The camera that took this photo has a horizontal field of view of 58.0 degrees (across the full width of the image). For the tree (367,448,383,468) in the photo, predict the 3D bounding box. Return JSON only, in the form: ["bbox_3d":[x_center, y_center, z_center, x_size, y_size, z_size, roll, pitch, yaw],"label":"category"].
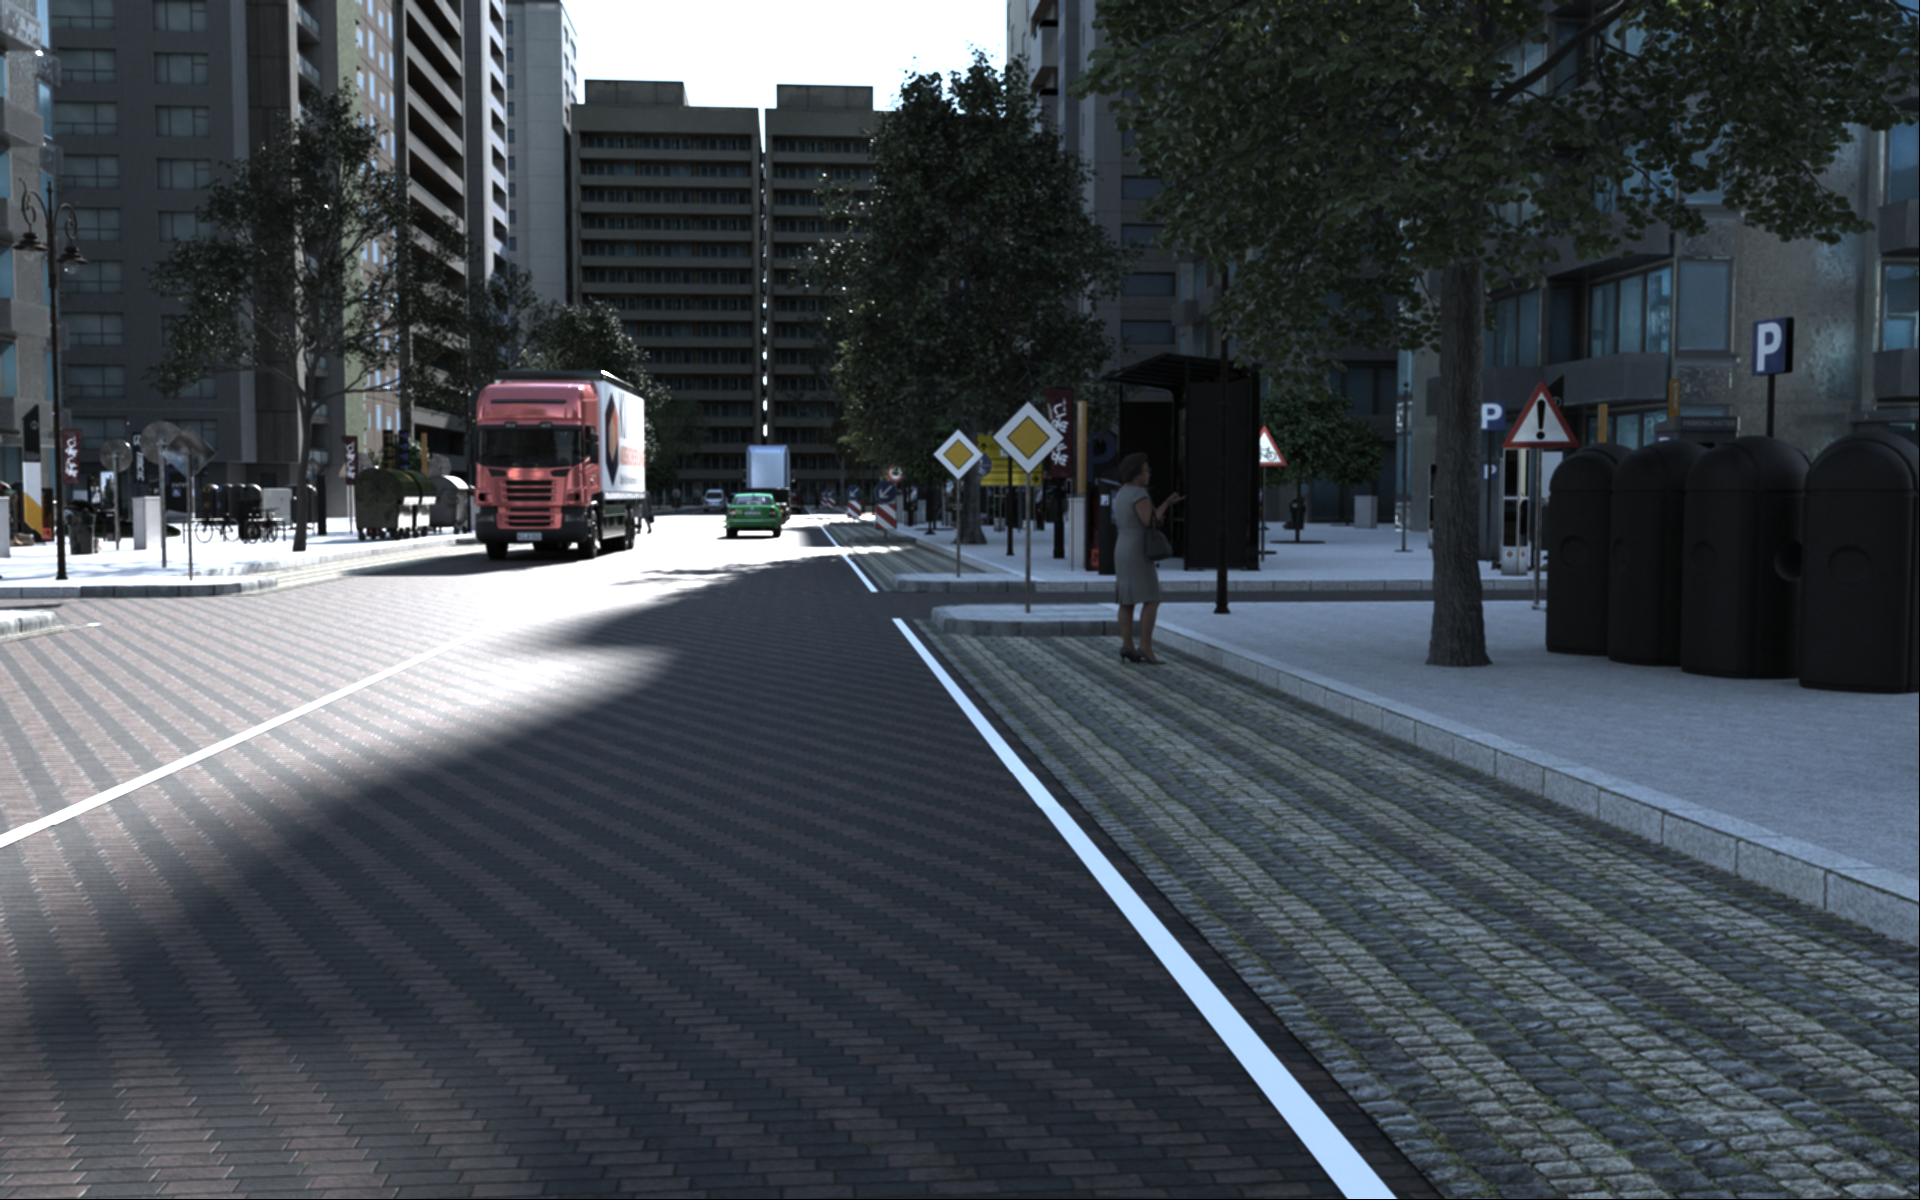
[{"bbox_3d":[-24.693,-4.790,72.910,1.663,3.219,1.824,0,3,0],"label":"tree"}]

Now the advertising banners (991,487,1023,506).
[{"bbox_3d":[2.161,-5.206,81.298,2.074,3.025,0.090,2,4,28],"label":"advertising banners"}]

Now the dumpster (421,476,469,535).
[{"bbox_3d":[-16.443,-3.023,55.178,1.264,1.857,1.865,0,4,-5],"label":"dumpster"}]

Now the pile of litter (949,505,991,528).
[{"bbox_3d":[0.109,-3.166,65.731,1.176,0.858,1.719,3,4,37],"label":"pile of litter"}]

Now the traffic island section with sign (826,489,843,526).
[{"bbox_3d":[-4.905,-4.244,78.017,1.989,1.847,2.006,0,4,-5],"label":"traffic island section with sign"}]

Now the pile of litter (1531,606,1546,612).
[{"bbox_3d":[7.142,-0.324,19.260,1.719,0.858,1.176,0,4,-6],"label":"pile of litter"}]

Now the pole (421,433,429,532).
[{"bbox_3d":[-17.892,-3.919,57.911,0.158,3.312,0.155,0,3,0],"label":"pole"}]

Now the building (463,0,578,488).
[{"bbox_3d":[-59.471,-40.510,204.338,28.212,58.520,21.231,0,4,-5],"label":"building"}]

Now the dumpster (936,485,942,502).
[{"bbox_3d":[-0.860,-5.707,99.072,1.264,1.857,1.865,0,4,-6],"label":"dumpster"}]

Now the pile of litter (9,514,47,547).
[{"bbox_3d":[-23.269,-1.742,42.449,1.719,0.858,1.176,-3,5,-43],"label":"pile of litter"}]

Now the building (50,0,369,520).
[{"bbox_3d":[-40.098,-24.886,90.486,14.154,41.232,14.086,0,4,-5],"label":"building"}]

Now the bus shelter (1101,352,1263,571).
[{"bbox_3d":[3.977,-2.487,31.953,1.731,3.624,6.357,0,4,-5],"label":"bus shelter"}]

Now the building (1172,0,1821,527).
[{"bbox_3d":[23.506,-28.656,88.132,23.786,49.044,30.456,0,4,-5],"label":"building"}]

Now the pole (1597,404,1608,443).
[{"bbox_3d":[14.490,-2.770,39.141,0.158,3.312,0.155,0,3,0],"label":"pole"}]

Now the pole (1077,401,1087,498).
[{"bbox_3d":[2.669,-2.700,37.983,0.158,3.312,0.155,0,3,0],"label":"pole"}]

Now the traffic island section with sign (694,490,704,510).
[{"bbox_3d":[-23.310,-8.878,153.782,1.989,1.847,2.006,0,4,-5],"label":"traffic island section with sign"}]

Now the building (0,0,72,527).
[{"bbox_3d":[-44.018,-26.573,54.075,23.786,49.044,30.456,0,4,-5],"label":"building"}]

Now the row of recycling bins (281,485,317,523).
[{"bbox_3d":[-29.629,-4.301,77.437,1.069,1.692,3.534,-2,4,-35],"label":"row of recycling bins"}]

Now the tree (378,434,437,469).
[{"bbox_3d":[-28.834,-6.505,90.073,4.285,4.588,4.351,0,3,0],"label":"tree"}]

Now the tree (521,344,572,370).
[{"bbox_3d":[-19.341,-8.171,83.962,4.360,8.622,3.978,0,3,0],"label":"tree"}]

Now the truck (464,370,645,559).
[{"bbox_3d":[-9.446,-3.221,41.585,2.839,4.237,11.283,0,4,-4],"label":"truck"}]

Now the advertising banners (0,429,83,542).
[{"bbox_3d":[-24.592,-3.070,46.380,2.074,3.025,0.090,-1,4,-20],"label":"advertising banners"}]

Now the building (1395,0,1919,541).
[{"bbox_3d":[29.048,-26.406,51.345,30.456,49.044,23.786,0,4,-5],"label":"building"}]

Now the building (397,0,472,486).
[{"bbox_3d":[-47.665,-30.485,122.139,21.300,48.544,21.600,0,4,-5],"label":"building"}]

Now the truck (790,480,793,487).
[{"bbox_3d":[-16.122,-9.906,150.875,2.839,4.237,11.283,0,4,-4],"label":"truck"}]

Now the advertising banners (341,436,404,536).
[{"bbox_3d":[-17.792,-3.449,52.583,0.090,3.025,2.074,3,5,42],"label":"advertising banners"}]

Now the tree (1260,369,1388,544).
[{"bbox_3d":[8.813,-3.776,45.456,4.285,4.588,4.351,0,3,0],"label":"tree"}]

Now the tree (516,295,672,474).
[{"bbox_3d":[-21.375,-11.203,100.177,9.611,12.733,9.660,0,3,0],"label":"tree"}]

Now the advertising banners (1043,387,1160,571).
[{"bbox_3d":[2.354,-1.994,28.789,2.074,3.025,0.090,-1,4,-18],"label":"advertising banners"}]

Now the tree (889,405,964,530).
[{"bbox_3d":[-0.863,-4.792,62.058,4.285,4.588,4.351,0,3,0],"label":"tree"}]

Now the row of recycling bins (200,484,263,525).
[{"bbox_3d":[-30.542,-4.008,72.644,3.534,1.692,1.069,2,4,32],"label":"row of recycling bins"}]

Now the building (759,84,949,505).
[{"bbox_3d":[-12.748,-35.809,209.176,21.600,48.544,21.300,0,4,-5],"label":"building"}]

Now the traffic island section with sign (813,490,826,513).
[{"bbox_3d":[-9.673,-7.301,127.992,1.989,1.847,2.006,0,4,-5],"label":"traffic island section with sign"}]

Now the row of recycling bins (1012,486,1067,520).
[{"bbox_3d":[3.555,-4.816,85.852,3.534,1.692,1.069,2,4,32],"label":"row of recycling bins"}]

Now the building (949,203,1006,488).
[{"bbox_3d":[5.377,-34.107,207.764,14.200,45.320,14.600,0,4,-5],"label":"building"}]

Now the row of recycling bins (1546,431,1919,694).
[{"bbox_3d":[5.577,-0.344,12.744,1.069,1.692,3.534,-1,4,-17],"label":"row of recycling bins"}]

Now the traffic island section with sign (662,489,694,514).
[{"bbox_3d":[-20.745,-7.237,126.948,1.989,1.847,2.006,0,4,-5],"label":"traffic island section with sign"}]

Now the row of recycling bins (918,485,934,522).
[{"bbox_3d":[-1.866,-4.441,79.720,1.069,1.692,3.534,1,4,9],"label":"row of recycling bins"}]

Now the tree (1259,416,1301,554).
[{"bbox_3d":[6.202,-2.600,37.108,1.663,3.219,1.824,0,3,0],"label":"tree"}]

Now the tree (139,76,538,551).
[{"bbox_3d":[-14.439,-6.360,38.398,7.601,10.594,8.767,0,4,2],"label":"tree"}]

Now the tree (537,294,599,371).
[{"bbox_3d":[-17.625,-8.143,67.558,8.767,10.594,7.601,2,4,25],"label":"tree"}]

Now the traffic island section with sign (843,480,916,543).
[{"bbox_3d":[-2.341,-2.603,51.184,1.989,1.847,2.006,0,4,-5],"label":"traffic island section with sign"}]

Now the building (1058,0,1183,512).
[{"bbox_3d":[17.513,-35.525,122.838,21.231,58.520,28.212,0,4,-5],"label":"building"}]

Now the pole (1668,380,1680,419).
[{"bbox_3d":[12.730,-2.270,30.954,0.158,3.312,0.155,0,3,0],"label":"pole"}]

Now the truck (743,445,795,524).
[{"bbox_3d":[-10.144,-6.131,90.000,2.967,4.110,18.799,0,4,-5],"label":"truck"}]

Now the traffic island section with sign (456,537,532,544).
[{"bbox_3d":[-13.415,-2.539,50.140,1.989,1.847,2.006,0,4,-5],"label":"traffic island section with sign"}]

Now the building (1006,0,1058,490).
[{"bbox_3d":[18.840,-34.363,151.067,28.713,52.752,27.495,0,4,-5],"label":"building"}]

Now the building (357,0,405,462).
[{"bbox_3d":[-42.581,-27.808,104.773,14.600,45.320,14.200,0,4,-5],"label":"building"}]

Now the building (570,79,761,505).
[{"bbox_3d":[-34.230,-35.670,206.914,21.600,48.544,21.300,0,4,-5],"label":"building"}]

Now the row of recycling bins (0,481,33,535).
[{"bbox_3d":[-30.288,-2.855,53.791,1.069,1.692,3.534,1,4,19],"label":"row of recycling bins"}]

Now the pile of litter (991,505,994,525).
[{"bbox_3d":[1.308,-3.500,71.182,1.719,0.858,1.176,1,4,22],"label":"pile of litter"}]

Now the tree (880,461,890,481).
[{"bbox_3d":[-3.939,-8.858,95.182,4.360,8.622,3.978,0,3,0],"label":"tree"}]

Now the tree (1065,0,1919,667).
[{"bbox_3d":[3.867,-5.758,12.267,7.486,12.596,7.792,0,3,0],"label":"tree"}]

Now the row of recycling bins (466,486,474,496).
[{"bbox_3d":[-21.137,-4.390,78.887,3.534,1.692,1.069,-2,4,-33],"label":"row of recycling bins"}]
